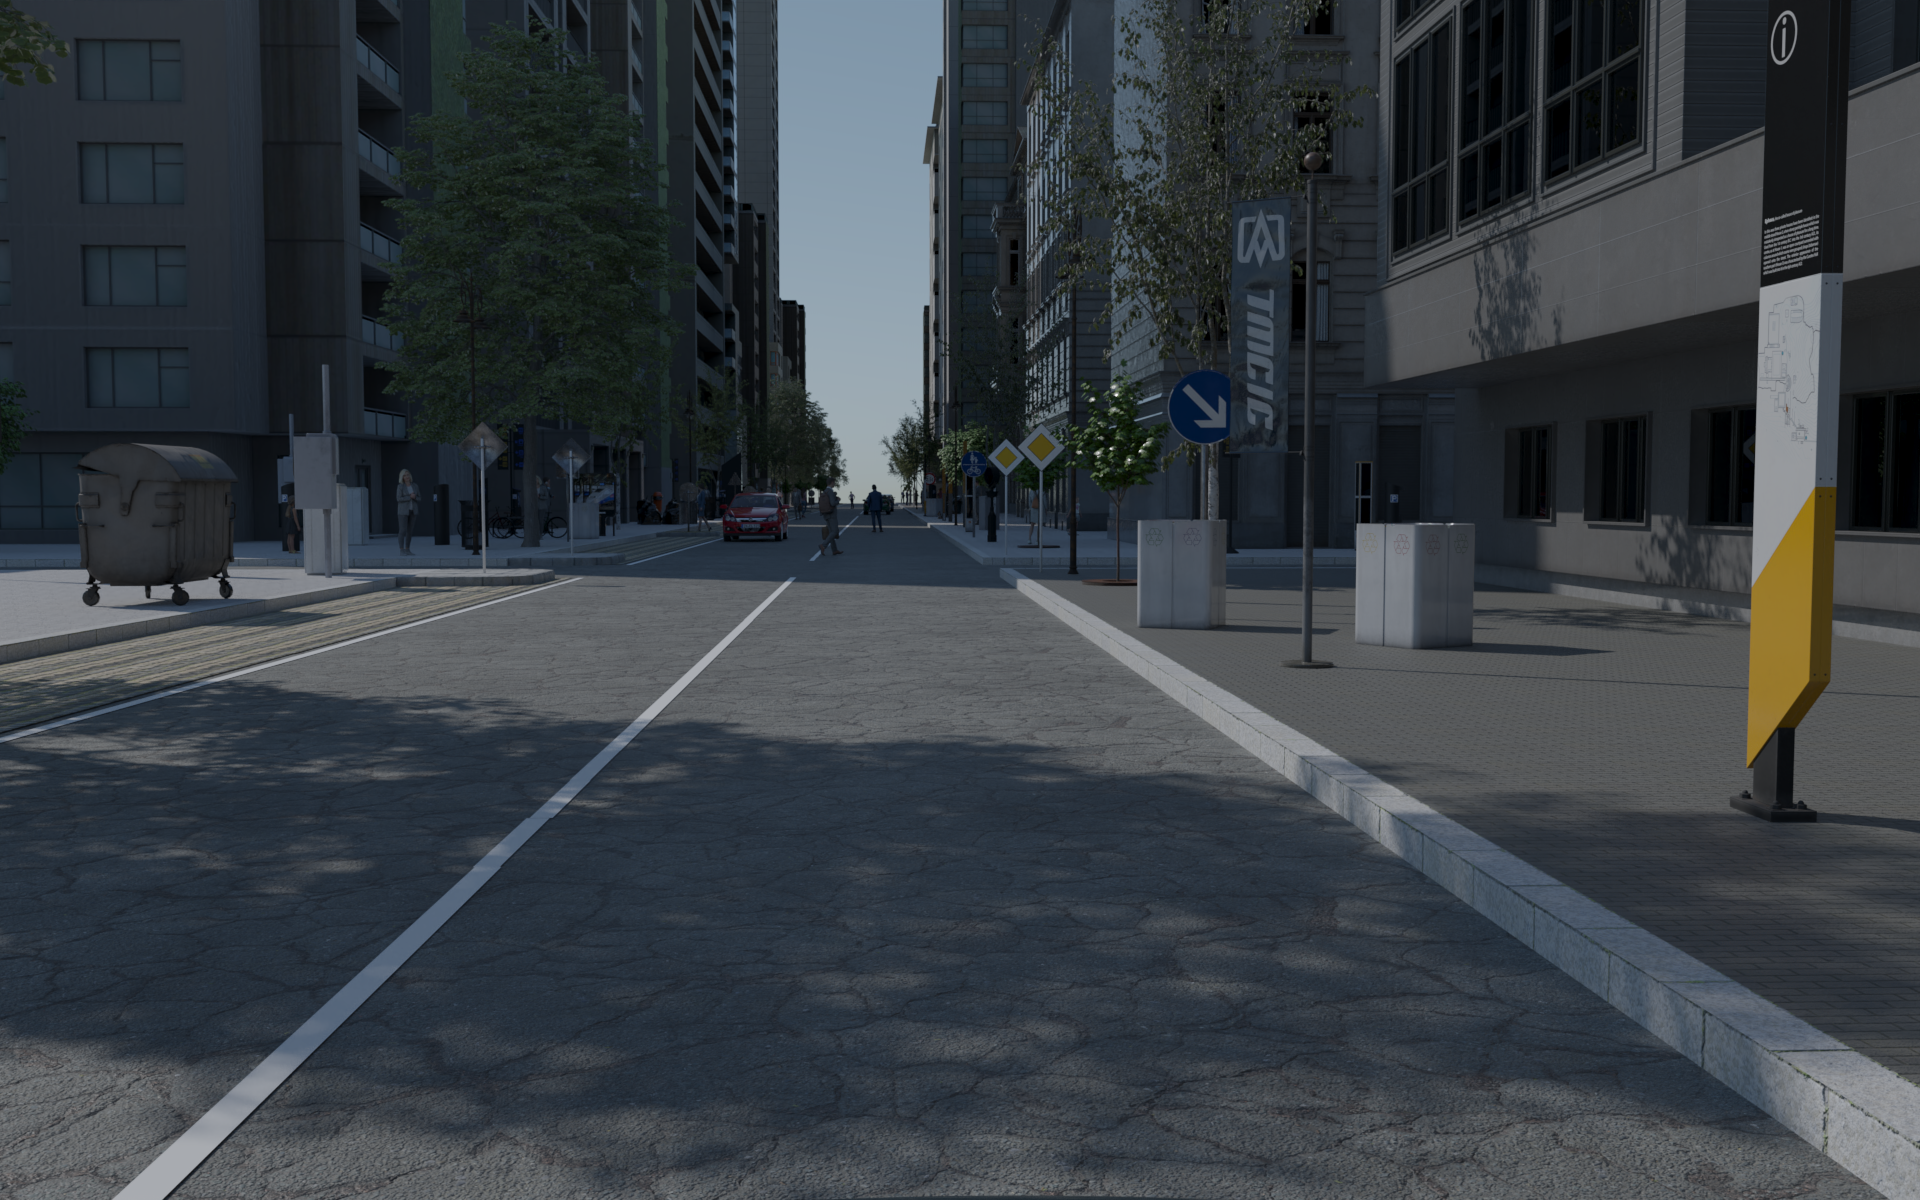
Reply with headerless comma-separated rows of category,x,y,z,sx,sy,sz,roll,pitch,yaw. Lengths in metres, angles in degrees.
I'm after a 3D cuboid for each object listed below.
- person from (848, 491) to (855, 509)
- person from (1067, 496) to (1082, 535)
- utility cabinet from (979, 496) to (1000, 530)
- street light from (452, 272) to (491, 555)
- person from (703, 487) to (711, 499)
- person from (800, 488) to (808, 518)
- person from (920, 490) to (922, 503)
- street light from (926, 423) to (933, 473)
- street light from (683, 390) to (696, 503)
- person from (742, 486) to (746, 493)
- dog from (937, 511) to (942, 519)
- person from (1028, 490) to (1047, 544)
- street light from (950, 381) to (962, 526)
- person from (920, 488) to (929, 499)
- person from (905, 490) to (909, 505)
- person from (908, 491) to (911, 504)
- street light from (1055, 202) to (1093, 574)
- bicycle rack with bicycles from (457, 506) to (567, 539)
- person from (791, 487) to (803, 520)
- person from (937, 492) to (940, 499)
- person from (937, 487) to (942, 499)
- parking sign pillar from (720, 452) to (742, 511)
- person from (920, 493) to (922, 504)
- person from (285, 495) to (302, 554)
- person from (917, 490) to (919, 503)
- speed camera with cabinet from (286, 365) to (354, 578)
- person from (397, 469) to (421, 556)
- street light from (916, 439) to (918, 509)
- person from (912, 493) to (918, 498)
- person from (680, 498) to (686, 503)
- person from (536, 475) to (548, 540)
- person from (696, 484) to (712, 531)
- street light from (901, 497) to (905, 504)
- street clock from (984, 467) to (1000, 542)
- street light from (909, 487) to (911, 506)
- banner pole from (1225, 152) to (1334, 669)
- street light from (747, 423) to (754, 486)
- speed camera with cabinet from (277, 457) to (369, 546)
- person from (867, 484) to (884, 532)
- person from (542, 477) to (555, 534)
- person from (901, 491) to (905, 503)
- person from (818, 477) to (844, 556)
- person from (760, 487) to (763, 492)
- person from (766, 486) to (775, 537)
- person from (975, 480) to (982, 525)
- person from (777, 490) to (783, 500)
person,-10.755,-9.917,171.578,0.756,1.711,0.436,-2,4,-26
person,3.568,-2.610,53.736,0.382,1.210,0.505,3,5,41
utility cabinet,1.046,-3.109,61.987,0.306,1.237,1.020,2,4,31
street light,-10.190,-3.884,36.292,0.468,5.910,1.993,0,4,-3
person,-15.424,-6.063,105.300,0.709,1.813,0.853,-3,4,-37
person,-9.446,-5.894,104.872,0.555,1.821,0.388,1,4,14
person,-5.151,-13.990,234.786,0.705,1.822,1.348,1,4,17
street light,-1.975,-8.460,111.116,0.468,5.910,1.993,0,4,-3
street light,-11.963,-6.364,76.834,0.468,5.910,1.993,0,4,-3
person,-16.296,-7.649,130.738,0.705,1.869,1.348,1,4,21
dog,-0.958,-4.369,89.170,0.748,0.427,0.550,-3,5,-43
person,1.965,-2.273,44.202,0.512,1.701,0.522,1,4,10
street light,-0.168,-5.980,70.558,0.468,5.910,1.993,0,4,-3
person,-3.028,-9.225,156.952,1.350,1.814,0.705,-1,4,-19
person,-5.910,-11.626,196.579,0.568,1.767,0.683,0,4,-8
person,-6.387,-13.369,225.353,0.721,1.735,1.217,-3,4,-36
street light,1.817,-3.354,27.626,0.468,5.910,1.993,0,4,-3
bicycle rack with bicycles,-12.859,-2.268,50.471,2.925,0.926,2.852,0,4,2
person,-9.175,-5.422,97.263,0.709,1.813,0.853,0,4,8
person,-2.355,-11.853,199.859,1.348,1.821,0.705,0,4,-7
person,-1.169,-6.644,115.395,0.721,1.743,1.217,-3,5,-40
parking sign pillar,-14.585,-7.447,110.231,1.447,3.967,1.447,-2,4,-25
person,-4.979,-13.110,223.659,0.557,1.426,1.065,0,4,-5
person,-14.317,-1.620,37.207,0.373,1.253,0.362,-3,5,-41
person,-6.132,-14.856,249.018,0.705,1.814,1.350,-1,4,-12
speed camera with cabinet,-10.047,-2.010,27.206,0.660,3.252,2.038,-1,4,-14
person,-11.472,-1.829,36.125,0.537,1.800,0.526,-3,4,-38
street light,-3.649,-10.598,146.069,0.468,5.910,1.993,0,4,-3
person,-6.099,-14.128,237.829,1.217,1.735,0.721,1,4,8
person,-17.342,-6.256,108.171,0.795,1.843,0.661,-2,4,-31
person,-11.776,-2.577,48.364,0.537,1.800,0.526,0,4,4
person,-9.597,-3.430,64.603,0.654,1.822,0.581,0,4,-4
street light,-9.200,-18.218,270.657,0.468,5.910,1.993,0,4,-3
street clock,0.857,-2.550,46.264,0.358,2.002,0.471,-2,4,-30
street light,-5.404,-13.078,186.612,0.468,5.910,1.993,0,4,-3
banner pole,2.386,-1.401,12.915,0.863,3.779,0.401,2,4,30
street light,-13.601,-8.550,112.585,0.468,5.910,1.993,0,4,-3
speed camera with cabinet,-15.838,-2.982,43.089,2.038,3.252,0.660,0,4,-5
person,-3.169,-3.463,65.308,0.721,1.800,0.419,-1,4,-23
person,-13.406,-3.091,56.386,0.447,1.846,0.655,0,4,4
person,-8.174,-14.972,250.707,0.599,1.838,0.709,3,4,37
person,-3.056,-1.960,40.516,0.822,1.834,0.622,-3,5,-40
person,-15.345,-7.829,134.136,0.705,1.814,1.350,1,4,19
person,-6.387,-2.970,58.058,0.512,1.701,0.522,1,4,22
person,0.700,-4.034,71.810,0.447,1.846,0.655,-1,4,-12
person,-19.347,-10.912,185.398,0.756,1.711,0.436,-3,4,-38
